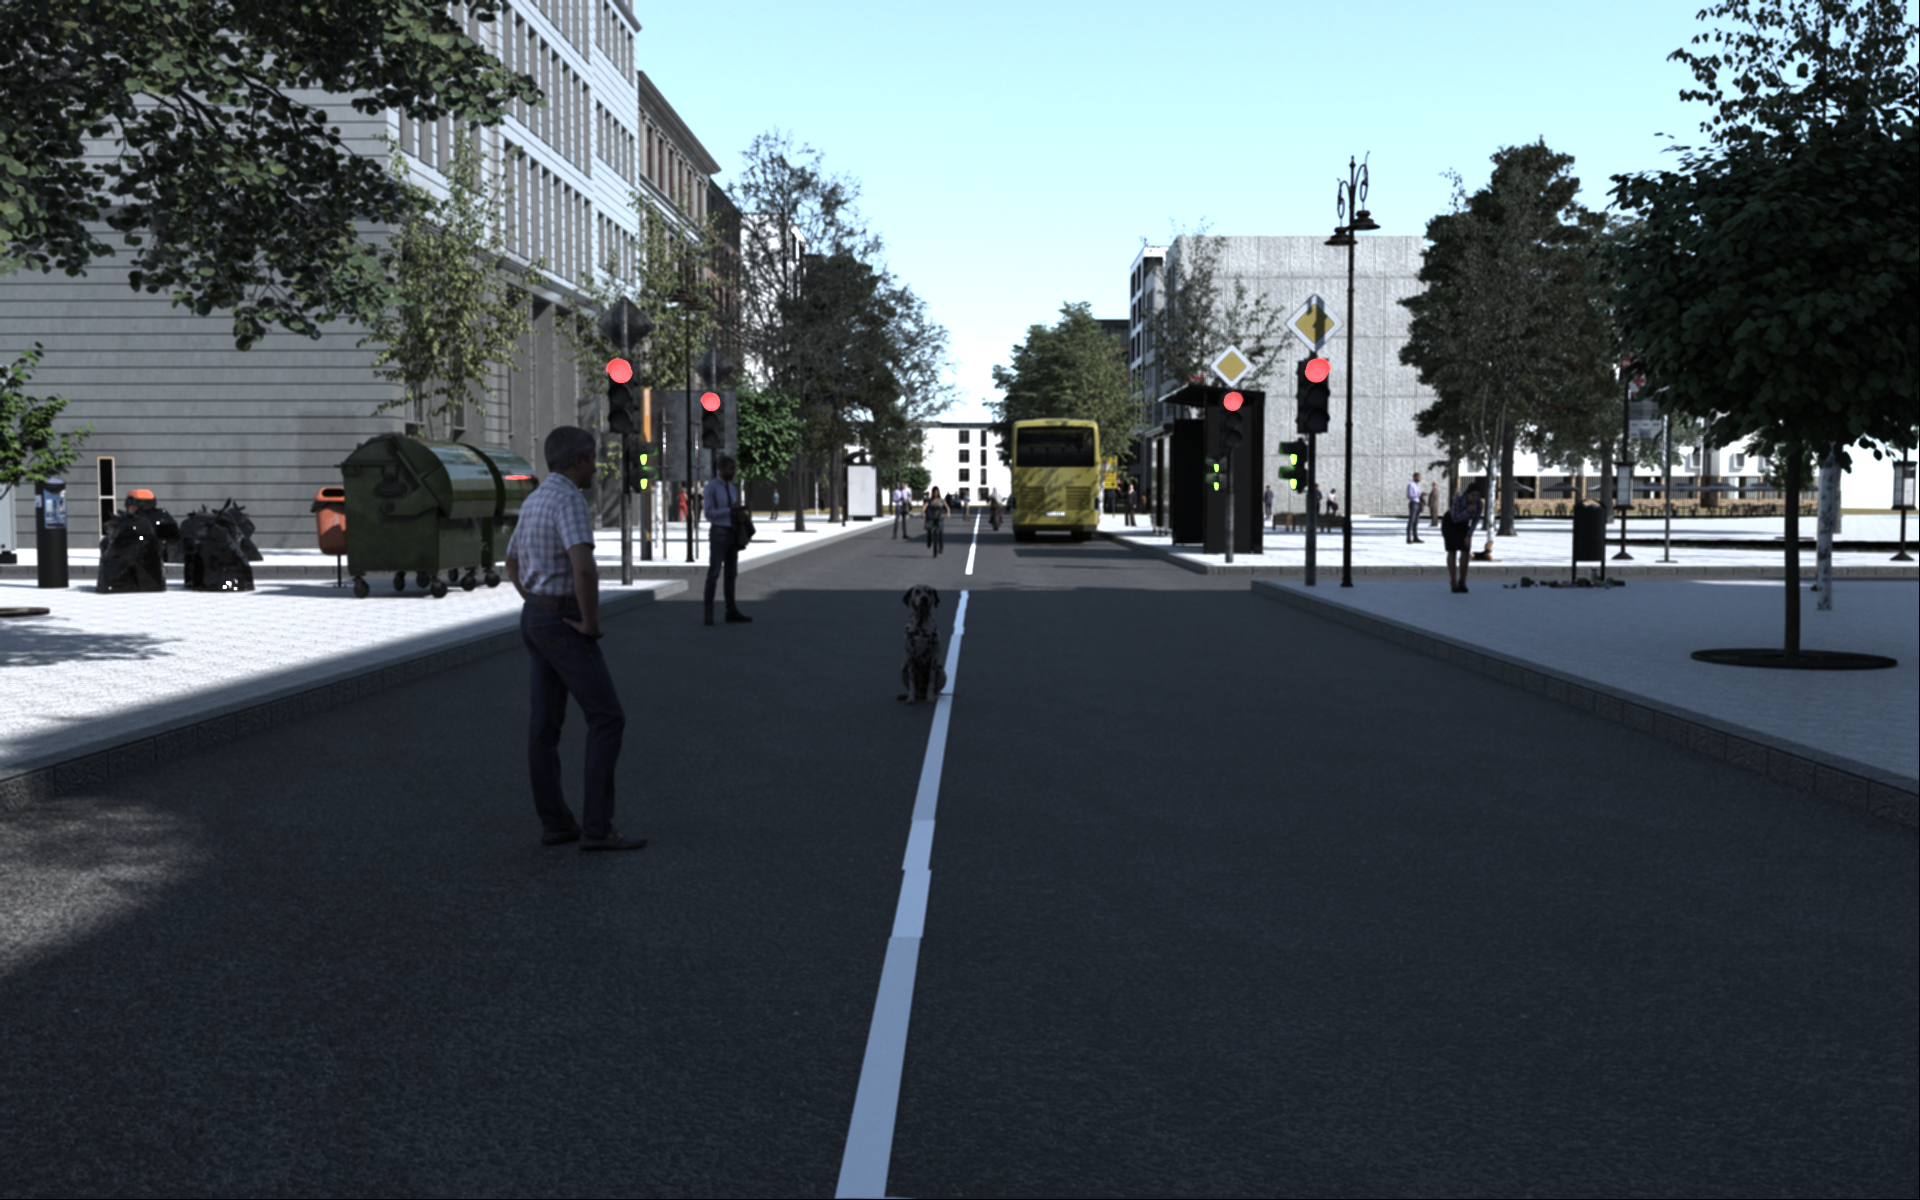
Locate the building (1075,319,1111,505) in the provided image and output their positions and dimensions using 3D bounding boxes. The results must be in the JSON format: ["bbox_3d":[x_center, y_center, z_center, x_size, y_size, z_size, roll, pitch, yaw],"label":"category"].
[{"bbox_3d":[29.833,-22.552,212.700,32.646,21.610,27.936,0,4,1],"label":"building"}]

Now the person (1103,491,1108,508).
[{"bbox_3d":[13.595,-9.688,164.456,1.348,1.823,0.705,3,5,42],"label":"person"}]

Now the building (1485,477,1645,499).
[{"bbox_3d":[62.487,-22.488,211.656,32.646,21.610,27.936,0,4,1],"label":"building"}]

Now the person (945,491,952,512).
[{"bbox_3d":[-0.944,-7.852,137.794,0.541,1.710,0.530,2,4,31],"label":"person"}]

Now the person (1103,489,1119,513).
[{"bbox_3d":[10.024,-6.684,115.416,1.350,1.814,0.705,3,4,36],"label":"person"}]

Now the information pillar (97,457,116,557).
[{"bbox_3d":[-16.992,-1.836,34.519,0.304,2.012,0.304,-2,4,-25],"label":"information pillar"}]

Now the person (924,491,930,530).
[{"bbox_3d":[-1.152,-3.534,68.653,0.546,1.535,0.453,0,4,-6],"label":"person"}]

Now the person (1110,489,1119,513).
[{"bbox_3d":[10.373,-6.771,117.295,0.434,1.755,0.990,-3,5,-41],"label":"person"}]

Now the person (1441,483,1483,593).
[{"bbox_3d":[6.520,-0.804,22.425,0.421,1.427,0.697,-1,4,-11],"label":"person"}]

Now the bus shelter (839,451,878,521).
[{"bbox_3d":[-4.651,-5.527,84.285,2.014,3.302,5.546,0,4,1],"label":"bus shelter"}]

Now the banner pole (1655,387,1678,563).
[{"bbox_3d":[13.150,-2.583,32.244,0.401,3.779,0.863,2,4,35],"label":"banner pole"}]

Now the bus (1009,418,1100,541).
[{"bbox_3d":[2.956,-3.913,55.528,2.896,3.916,12.252,0,4,2],"label":"bus"}]

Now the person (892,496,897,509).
[{"bbox_3d":[-5.356,-8.717,148.581,1.348,1.822,0.705,-3,5,-41],"label":"person"}]

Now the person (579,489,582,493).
[{"bbox_3d":[-8.415,-1.800,37.681,0.471,1.553,0.569,-1,4,-18],"label":"person"}]

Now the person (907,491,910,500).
[{"bbox_3d":[-5.736,-10.909,187.307,0.683,1.767,0.568,-1,4,-11],"label":"person"}]

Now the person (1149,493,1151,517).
[{"bbox_3d":[10.647,-5.434,95.330,0.568,1.767,0.683,3,5,45],"label":"person"}]

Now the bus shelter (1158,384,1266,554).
[{"bbox_3d":[5.747,-2.978,39.966,1.731,3.624,6.357,0,4,1],"label":"bus shelter"}]

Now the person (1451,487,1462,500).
[{"bbox_3d":[20.187,-3.789,70.206,0.429,1.552,0.499,-2,4,-26],"label":"person"}]

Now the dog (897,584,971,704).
[{"bbox_3d":[-0.163,0.292,12.064,0.513,0.831,0.800,3,5,41],"label":"dog"}]

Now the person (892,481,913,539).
[{"bbox_3d":[-1.808,-2.850,54.965,0.709,1.838,0.599,-2,4,-33],"label":"person"}]

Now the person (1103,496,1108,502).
[{"bbox_3d":[15.438,-10.361,178.708,1.065,1.426,0.557,1,4,13],"label":"person"}]

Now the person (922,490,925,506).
[{"bbox_3d":[-3.931,-10.860,184.406,0.445,1.727,0.742,-2,4,-29],"label":"person"}]

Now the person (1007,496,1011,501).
[{"bbox_3d":[4.389,-7.920,138.787,1.217,1.735,0.721,1,4,20],"label":"person"}]

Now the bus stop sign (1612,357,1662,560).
[{"bbox_3d":[13.187,-2.754,33.730,0.855,3.939,0.416,2,4,28],"label":"bus stop sign"}]

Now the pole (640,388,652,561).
[{"bbox_3d":[-6.066,-2.420,33.404,0.158,3.312,0.155,0,3,0],"label":"pole"}]

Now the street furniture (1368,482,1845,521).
[{"bbox_3d":[36.211,-5.292,91.548,27.439,1.986,14.083,-1,4,-9],"label":"street furniture"}]

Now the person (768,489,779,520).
[{"bbox_3d":[-9.178,-4.736,85.680,0.499,1.552,0.429,-3,5,-41],"label":"person"}]

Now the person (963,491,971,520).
[{"bbox_3d":[0.367,-5.112,94.152,0.319,1.574,0.516,-2,4,-34],"label":"person"}]

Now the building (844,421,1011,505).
[{"bbox_3d":[-2.178,-15.991,203.603,28.070,9.664,9.099,0,4,1],"label":"building"}]

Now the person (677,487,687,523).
[{"bbox_3d":[-12.331,-4.253,77.289,0.593,1.614,0.444,3,5,40],"label":"person"}]

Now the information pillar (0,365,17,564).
[{"bbox_3d":[-18.102,-2.463,31.589,1.656,3.620,0.184,0,4,3],"label":"information pillar"}]

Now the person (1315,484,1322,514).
[{"bbox_3d":[15.824,-4.294,76.946,0.576,1.737,0.504,-1,4,-22],"label":"person"}]

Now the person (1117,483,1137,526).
[{"bbox_3d":[6.685,-3.820,69.308,0.742,1.727,0.445,-1,4,-16],"label":"person"}]

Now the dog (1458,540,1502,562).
[{"bbox_3d":[9.931,-0.938,33.067,0.550,0.427,0.748,-2,4,-27],"label":"dog"}]

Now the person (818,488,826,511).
[{"bbox_3d":[-10.732,-7.791,134.142,0.721,1.735,1.217,2,4,28],"label":"person"}]

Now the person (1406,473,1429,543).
[{"bbox_3d":[11.921,-2.389,44.971,0.599,1.838,0.709,3,4,36],"label":"person"}]

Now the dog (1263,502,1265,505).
[{"bbox_3d":[17.623,-5.400,102.669,0.800,0.831,0.513,1,4,23],"label":"dog"}]

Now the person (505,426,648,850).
[{"bbox_3d":[-1.579,0.142,7.113,0.436,1.711,0.756,-2,4,-28],"label":"person"}]

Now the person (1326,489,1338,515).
[{"bbox_3d":[18.487,-4.757,86.030,0.614,1.554,0.590,-3,4,-36],"label":"person"}]

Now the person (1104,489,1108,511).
[{"bbox_3d":[11.409,-7.851,135.114,0.721,1.736,1.217,1,4,15],"label":"person"}]

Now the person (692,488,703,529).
[{"bbox_3d":[-9.678,-3.406,64.004,0.482,1.546,0.388,-3,5,-39],"label":"person"}]

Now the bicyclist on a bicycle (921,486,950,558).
[{"bbox_3d":[-0.550,-1.780,39.125,1.499,1.676,1.625,0,4,1],"label":"bicyclist on a bicycle"}]

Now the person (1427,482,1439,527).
[{"bbox_3d":[18.609,-3.766,68.170,0.434,1.755,0.990,2,4,32],"label":"person"}]

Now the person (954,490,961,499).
[{"bbox_3d":[-0.414,-10.747,184.191,1.348,1.826,0.705,-3,5,-45],"label":"person"}]

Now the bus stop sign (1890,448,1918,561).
[{"bbox_3d":[18.122,-2.738,33.474,0.416,3.939,0.855,-1,4,-9],"label":"bus stop sign"}]

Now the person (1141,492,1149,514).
[{"bbox_3d":[11.658,-6.127,109.479,0.557,1.426,1.065,2,4,28],"label":"person"}]

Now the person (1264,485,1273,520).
[{"bbox_3d":[15.415,-4.869,86.564,0.541,1.710,0.530,-1,4,-12],"label":"person"}]

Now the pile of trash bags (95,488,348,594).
[{"bbox_3d":[-9.897,-0.833,23.372,3.447,1.369,1.912,-1,4,-12],"label":"pile of trash bags"}]

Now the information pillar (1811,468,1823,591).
[{"bbox_3d":[11.387,-1.921,22.755,0.183,3.616,0.504,1,4,15],"label":"information pillar"}]

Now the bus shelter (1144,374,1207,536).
[{"bbox_3d":[7.129,-4.756,55.395,2.179,5.291,8.768,0,4,1],"label":"bus shelter"}]

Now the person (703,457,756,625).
[{"bbox_3d":[-2.507,-0.656,19.088,0.599,1.838,0.709,2,4,30],"label":"person"}]
